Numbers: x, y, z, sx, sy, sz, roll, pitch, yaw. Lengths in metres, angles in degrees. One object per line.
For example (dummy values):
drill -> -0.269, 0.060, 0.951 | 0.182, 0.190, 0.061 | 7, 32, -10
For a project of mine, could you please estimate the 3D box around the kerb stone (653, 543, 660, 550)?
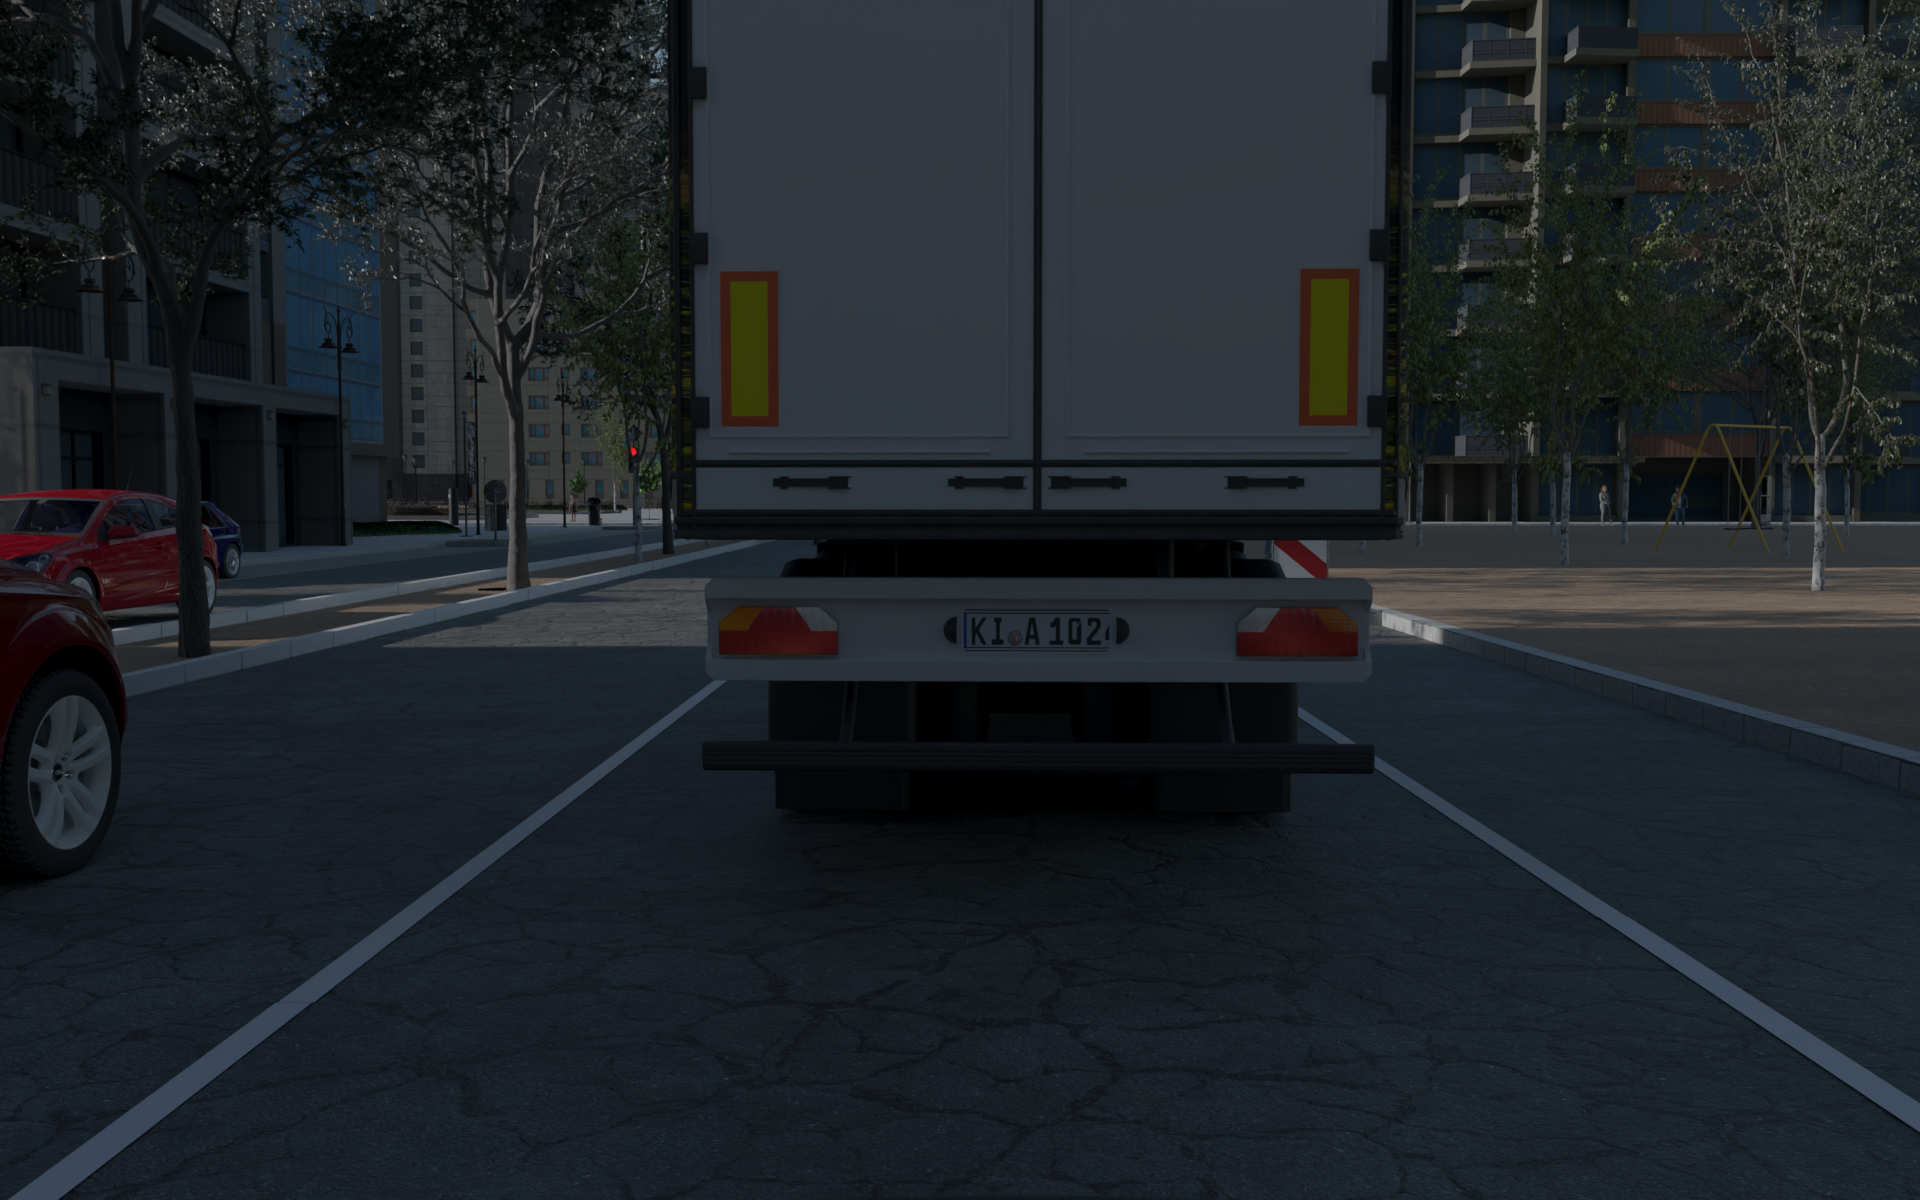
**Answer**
kerb stone -> -7.897, -1.355, 44.355 | 0.120, 0.150, 1.000 | 0, 4, 0

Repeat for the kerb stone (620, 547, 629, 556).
kerb stone -> -7.908, -1.105, 40.266 | 0.120, 0.150, 1.000 | 0, 4, 0

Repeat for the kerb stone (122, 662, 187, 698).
kerb stone -> -5.914, 0.589, 12.572 | 0.120, 0.150, 1.000 | 0, 4, 0

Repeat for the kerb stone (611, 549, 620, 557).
kerb stone -> -7.913, -1.039, 39.244 | 0.120, 0.150, 1.000 | 0, 4, 0

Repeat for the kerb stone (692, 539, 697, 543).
kerb stone -> -7.866, -1.731, 50.500 | 0.120, 0.150, 1.000 | 0, 4, 0

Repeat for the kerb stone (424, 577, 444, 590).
kerb stone -> -7.967, -0.228, 25.917 | 0.120, 0.150, 1.000 | 0, 4, 0

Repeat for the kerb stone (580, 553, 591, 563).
kerb stone -> -7.924, -0.852, 36.171 | 0.120, 0.150, 1.000 | 0, 4, 0

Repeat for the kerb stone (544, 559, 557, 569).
kerb stone -> -7.936, -0.666, 33.091 | 0.120, 0.150, 1.000 | 0, 4, 0

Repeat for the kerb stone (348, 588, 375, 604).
kerb stone -> -7.975, -0.039, 22.842 | 0.120, 0.150, 1.000 | 0, 4, 0

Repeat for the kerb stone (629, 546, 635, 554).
kerb stone -> -7.909, -1.168, 41.288 | 0.120, 0.150, 1.000 | 0, 4, 0

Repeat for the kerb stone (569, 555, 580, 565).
kerb stone -> -7.928, -0.791, 35.141 | 0.120, 0.150, 1.000 | 0, 4, 0

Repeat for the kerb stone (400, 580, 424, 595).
kerb stone -> -7.960, -0.165, 24.893 | 0.120, 0.150, 1.000 | 0, 4, 0

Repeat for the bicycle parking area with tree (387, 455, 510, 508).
bicycle parking area with tree -> -39.672, -9.049, 134.956 | 8.231, 4.147, 9.016 | 0, 4, 3

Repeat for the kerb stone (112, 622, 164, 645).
kerb stone -> -7.999, 0.340, 16.703 | 0.120, 0.150, 1.000 | 0, 4, 0

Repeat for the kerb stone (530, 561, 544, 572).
kerb stone -> -7.942, -0.604, 32.069 | 0.120, 0.150, 1.000 | 0, 4, 0

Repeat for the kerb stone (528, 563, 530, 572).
kerb stone -> -7.946, -0.540, 31.042 | 0.120, 0.150, 1.000 | 0, 4, 0

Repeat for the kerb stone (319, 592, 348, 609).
kerb stone -> -7.977, 0.023, 21.820 | 0.120, 0.150, 1.000 | 0, 4, 0

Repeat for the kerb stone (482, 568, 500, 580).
kerb stone -> -7.945, -0.416, 28.990 | 0.120, 0.150, 1.000 | 0, 4, 0

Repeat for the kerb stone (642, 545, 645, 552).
kerb stone -> -7.904, -1.230, 42.310 | 0.120, 0.150, 1.000 | 0, 4, 0

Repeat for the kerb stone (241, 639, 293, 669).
kerb stone -> -5.907, 0.464, 14.616 | 0.120, 0.150, 1.000 | 0, 4, 0

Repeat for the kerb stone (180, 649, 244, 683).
kerb stone -> -5.912, 0.526, 13.594 | 0.120, 0.150, 1.000 | 0, 4, 0

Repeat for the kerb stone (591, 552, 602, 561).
kerb stone -> -7.915, -0.918, 37.197 | 0.120, 0.150, 1.000 | 0, 4, 0

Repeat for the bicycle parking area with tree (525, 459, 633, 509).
bicycle parking area with tree -> -33.483, -9.596, 143.895 | 8.231, 4.147, 9.016 | 2, 4, 28

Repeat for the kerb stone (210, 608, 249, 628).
kerb stone -> -7.997, 0.215, 18.755 | 0.120, 0.150, 1.000 | 0, 4, 0

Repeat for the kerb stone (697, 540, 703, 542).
kerb stone -> -7.858, -1.794, 51.522 | 0.120, 0.150, 1.000 | 0, 4, 0

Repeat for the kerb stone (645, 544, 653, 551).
kerb stone -> -7.901, -1.293, 43.332 | 0.120, 0.150, 1.000 | 0, 4, 0

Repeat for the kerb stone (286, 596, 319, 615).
kerb stone -> -7.983, 0.085, 20.799 | 0.120, 0.150, 1.000 | 0, 4, 0

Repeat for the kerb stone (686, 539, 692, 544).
kerb stone -> -7.870, -1.669, 49.478 | 0.120, 0.150, 1.000 | 0, 4, 0

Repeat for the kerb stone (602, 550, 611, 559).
kerb stone -> -7.918, -0.980, 38.222 | 0.120, 0.150, 1.000 | 0, 4, 0

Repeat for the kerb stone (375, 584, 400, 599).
kerb stone -> -7.974, -0.100, 23.868 | 0.120, 0.150, 1.000 | 0, 4, 0

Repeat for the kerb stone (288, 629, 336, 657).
kerb stone -> -5.906, 0.401, 15.644 | 0.120, 0.150, 1.000 | 0, 4, 0

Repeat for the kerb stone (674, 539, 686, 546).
kerb stone -> -7.874, -1.606, 48.454 | 0.120, 0.150, 1.000 | 0, 4, 0

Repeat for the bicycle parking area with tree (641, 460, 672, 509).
bicycle parking area with tree -> -23.756, -9.769, 146.727 | 8.231, 4.147, 9.016 | 0, 4, -7

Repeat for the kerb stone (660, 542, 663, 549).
kerb stone -> -7.887, -1.413, 45.380 | 0.120, 0.150, 1.000 | 0, 4, 0

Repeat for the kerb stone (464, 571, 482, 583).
kerb stone -> -7.954, -0.352, 27.963 | 0.120, 0.150, 1.000 | 0, 4, 0

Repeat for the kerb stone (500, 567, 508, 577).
kerb stone -> -7.941, -0.477, 30.020 | 0.120, 0.150, 1.000 | 0, 4, 0

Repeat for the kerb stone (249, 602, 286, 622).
kerb stone -> -7.988, 0.157, 19.777 | 0.120, 0.150, 1.000 | 0, 4, 0

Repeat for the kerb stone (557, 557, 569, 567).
kerb stone -> -7.929, -0.723, 34.119 | 0.120, 0.150, 1.000 | 0, 4, 0

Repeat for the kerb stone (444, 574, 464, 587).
kerb stone -> -7.955, -0.290, 26.939 | 0.120, 0.150, 1.000 | 0, 4, 0

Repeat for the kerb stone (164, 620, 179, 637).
kerb stone -> -7.994, 0.284, 17.731 | 0.120, 0.150, 1.000 | 0, 4, 0
